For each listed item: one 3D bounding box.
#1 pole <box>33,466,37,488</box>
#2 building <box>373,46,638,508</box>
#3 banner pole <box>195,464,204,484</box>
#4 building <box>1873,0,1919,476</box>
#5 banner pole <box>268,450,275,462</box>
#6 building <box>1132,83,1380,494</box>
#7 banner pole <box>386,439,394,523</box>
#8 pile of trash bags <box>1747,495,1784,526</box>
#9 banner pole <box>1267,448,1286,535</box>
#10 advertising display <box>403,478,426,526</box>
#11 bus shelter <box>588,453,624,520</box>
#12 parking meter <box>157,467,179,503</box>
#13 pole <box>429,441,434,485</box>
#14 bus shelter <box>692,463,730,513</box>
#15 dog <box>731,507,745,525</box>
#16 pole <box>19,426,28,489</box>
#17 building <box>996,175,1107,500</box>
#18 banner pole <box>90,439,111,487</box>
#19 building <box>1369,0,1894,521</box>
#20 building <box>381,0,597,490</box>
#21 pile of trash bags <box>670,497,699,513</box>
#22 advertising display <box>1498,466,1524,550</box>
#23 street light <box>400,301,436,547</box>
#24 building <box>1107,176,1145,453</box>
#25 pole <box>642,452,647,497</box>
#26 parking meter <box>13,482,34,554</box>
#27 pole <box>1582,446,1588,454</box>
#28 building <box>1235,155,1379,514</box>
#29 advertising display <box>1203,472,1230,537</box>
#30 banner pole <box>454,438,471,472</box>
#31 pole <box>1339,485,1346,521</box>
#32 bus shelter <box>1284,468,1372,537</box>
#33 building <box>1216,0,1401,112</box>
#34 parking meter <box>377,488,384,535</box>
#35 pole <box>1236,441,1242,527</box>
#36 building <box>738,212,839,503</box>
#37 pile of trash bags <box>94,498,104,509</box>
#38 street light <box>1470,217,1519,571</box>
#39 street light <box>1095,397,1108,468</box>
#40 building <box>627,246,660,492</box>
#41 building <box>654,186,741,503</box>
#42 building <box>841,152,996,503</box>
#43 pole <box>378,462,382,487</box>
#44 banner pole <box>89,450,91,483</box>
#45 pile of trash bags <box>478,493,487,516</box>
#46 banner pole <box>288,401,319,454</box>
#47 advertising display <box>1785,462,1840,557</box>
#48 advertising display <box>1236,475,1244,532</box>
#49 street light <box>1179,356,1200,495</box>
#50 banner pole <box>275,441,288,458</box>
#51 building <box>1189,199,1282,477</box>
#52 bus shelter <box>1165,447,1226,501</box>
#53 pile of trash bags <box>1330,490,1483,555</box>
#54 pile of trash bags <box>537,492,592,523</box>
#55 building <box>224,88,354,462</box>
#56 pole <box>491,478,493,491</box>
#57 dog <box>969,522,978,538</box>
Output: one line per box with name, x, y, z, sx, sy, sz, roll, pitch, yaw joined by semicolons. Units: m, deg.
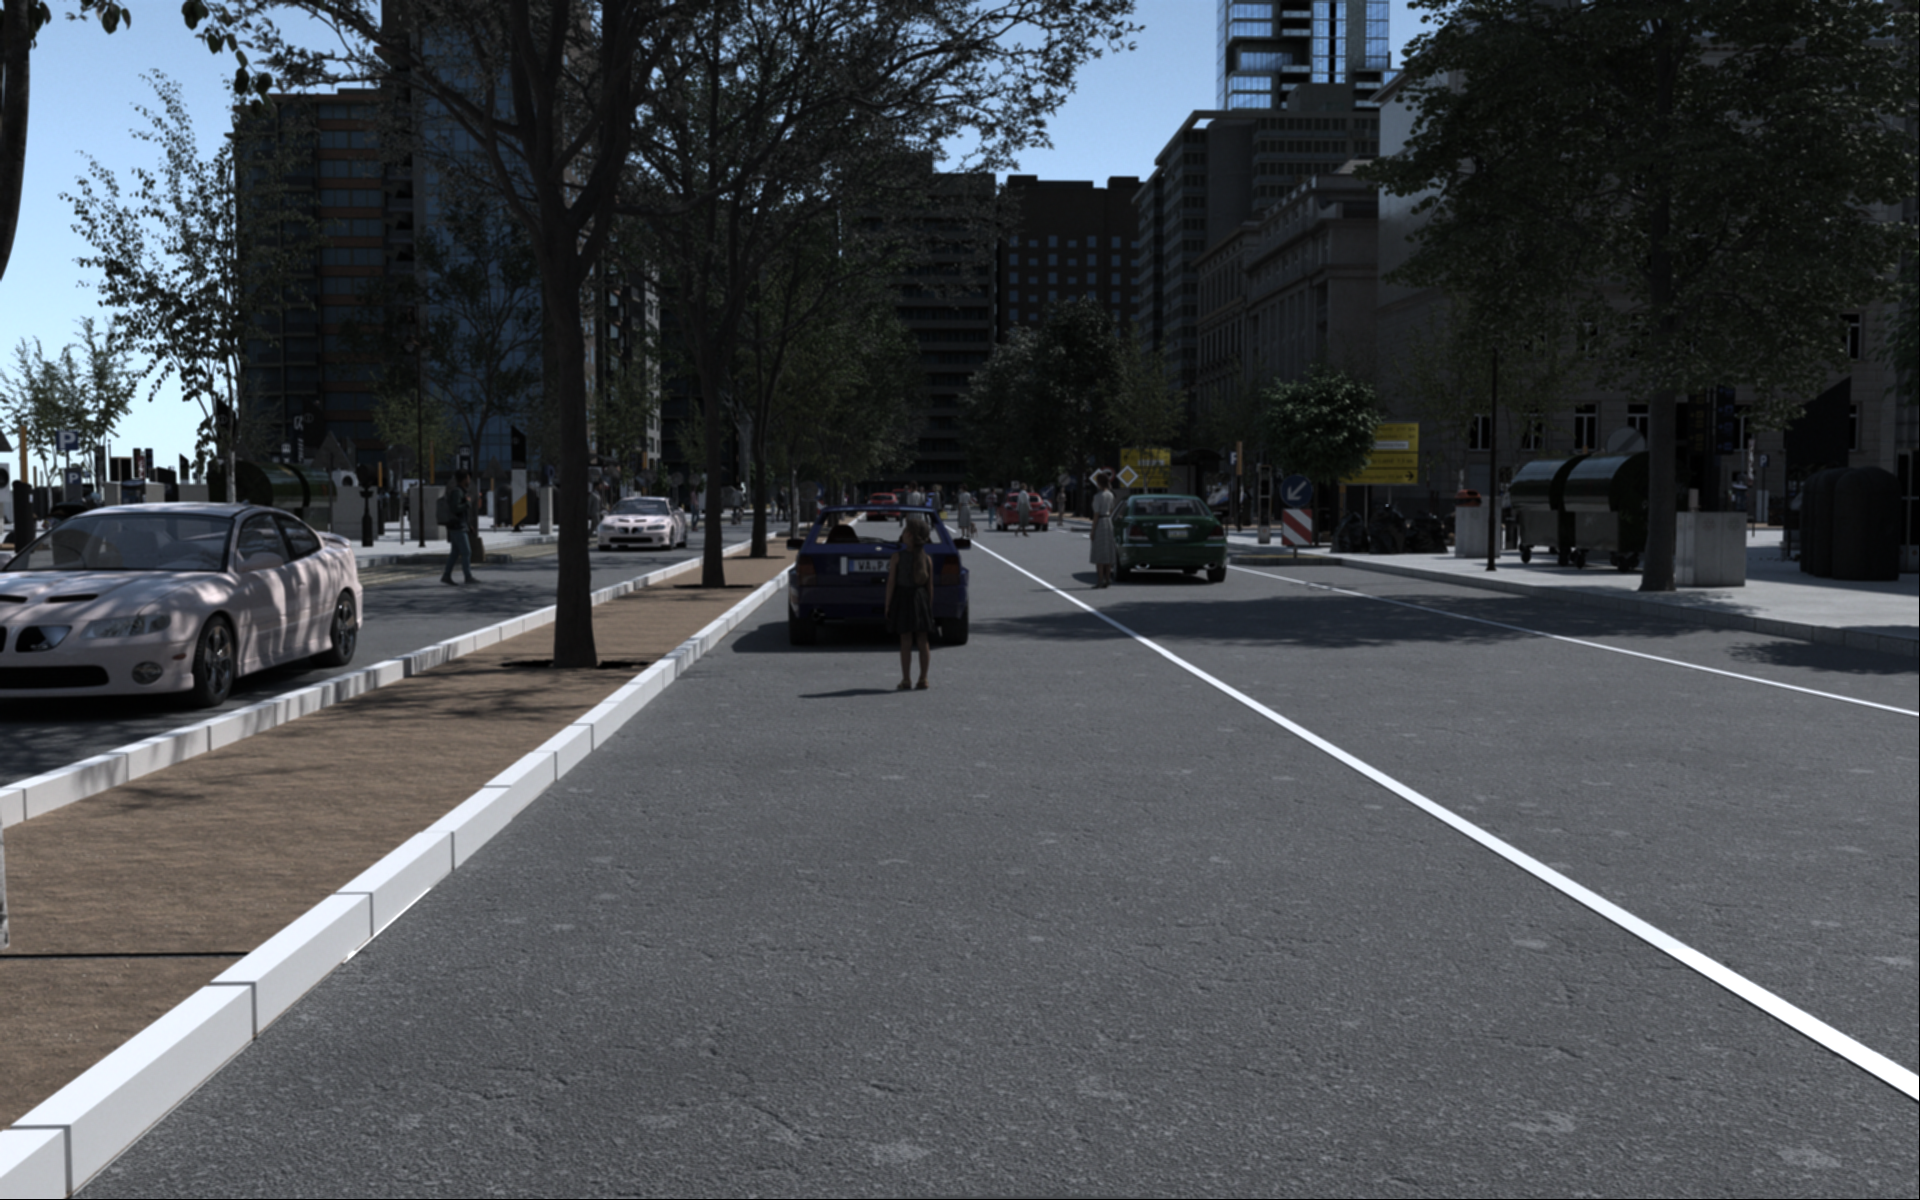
pole;-67.295;-8.088;126.075;0.158;3.312;0.155;0;3;0
building;-43.236;-31.398;167.979;22.147;44.769;28.867;0;4;-2
banner pole;-54.207;-8.174;123.659;0.401;3.779;0.863;2;4;29
building;30.158;-11.698;33.060;13.314;21.916;24.055;0;4;-2
banner pole;-38.995;-6.631;98.438;0.863;3.779;0.401;0;4;6
building;32.827;-29.127;168.107;32.217;40.220;23.993;0;4;-2
banner pole;-25.645;-5.378;77.947;0.401;3.779;0.863;-3;5;-40
pile of trash bags;33.022;-3.686;70.025;3.447;1.369;1.912;3;5;44
banner pole;9.810;-3.910;53.951;0.863;3.779;0.401;0;4;-5
advertising display;-22.222;-3.989;70.435;0.974;1.923;0.123;-1;4;-16
bus shelter;-18.437;-5.737;87.731;2.014;3.302;5.546;0;4;-2
parking meter;-16.883;-1.910;36.947;0.399;1.863;0.255;-1;4;-19
pole;-20.177;-4.427;66.222;0.158;3.312;0.155;0;3;0
bus shelter;-16.573;-7.433;115.453;2.014;3.302;5.546;0;4;-2
dog;-10.402;-3.864;80.009;0.800;0.831;0.513;1;4;10
pole;-27.973;-3.543;51.772;0.158;3.312;0.155;0;3;0
building;12.483;-36.444;245.967;14.200;45.320;14.600;0;4;-2
banner pole;-38.990;-5.440;78.964;0.863;3.779;0.401;-2;4;-27
building;34.660;-17.752;87.505;25.104;27.353;12.463;0;4;-2
building;-39.041;-30.345;146.253;14.600;45.320;14.200;0;4;-2
pile of trash bags;-18.445;-6.714;119.525;3.447;1.369;1.912;0;4;-7
advertising display;12.748;-2.127;39.991;0.123;1.923;0.974;-1;4;-15
street light;-13.014;-4.216;41.721;0.468;5.910;1.993;0;4;-2
building;26.649;-36.512;247.081;14.200;45.320;14.600;0;4;-2
pole;-15.320;-5.520;84.098;0.158;3.312;0.155;0;3;0
parking meter;-20.232;-1.774;37.414;0.372;1.533;0.369;0;3;0
pole;26.373;-4.852;73.179;0.158;3.312;0.155;0;3;0
building;26.393;-16.403;109.983;13.314;21.916;24.055;0;4;-2
advertising display;7.658;-2.844;51.709;0.974;1.923;0.123;-2;4;-34
banner pole;-22.258;-5.344;77.395;0.863;3.779;0.401;-1;4;-17
pole;11.468;-3.550;51.885;0.158;3.312;0.155;0;3;0
bus shelter;11.572;-3.921;55.396;1.731;3.624;6.357;0;4;-2
building;49.661;-57.360;250.503;31.000;86.520;22.319;0;4;-2
parking meter;-18.123;-2.782;53.904;0.372;1.533;0.369;0;3;0
pole;10.814;-4.484;67.160;0.158;3.312;0.155;0;3;0
building;-24.072;-34.304;244.457;14.086;41.232;14.154;0;4;-2
pile of trash bags;-26.922;-2.803;55.581;1.912;1.369;3.447;3;5;40
street light;8.882;-3.425;28.786;0.468;5.910;1.993;0;4;-2
street light;6.672;-6.654;81.587;0.468;5.910;1.993;0;4;-2
building;-41.303;-25.896;195.096;14.107;30.474;14.160;0;4;-2
building;-45.879;-36.285;247.885;28.867;44.769;22.147;0;4;-2
building;-6.042;-38.180;247.939;21.600;48.544;21.300;0;4;-2
pole;-36.770;-7.095;109.840;0.158;3.312;0.155;0;3;0
banner pole;-41.702;-5.695;83.136;0.401;3.779;0.863;-2;4;-31
pile of trash bags;-28.670;-5.640;101.971;1.912;1.369;3.447;-2;4;-28
banner pole;-17.475;-3.455;46.508;0.863;3.779;0.401;-2;4;-27
advertising display;17.065;-1.803;34.694;0.123;1.923;0.974;-3;5;-42
advertising display;9.511;-3.278;58.813;0.123;1.923;0.974;1;4;17
street light;7.683;-5.214;58.044;0.468;5.910;1.993;0;4;-2
banner pole;-28.043;-5.046;72.518;0.401;3.779;0.863;2;4;34
building;24.583;-18.543;132.054;11.050;23.489;19.941;0;4;-2
bus shelter;10.419;-5.133;77.852;2.014;3.302;5.546;0;4;-2
pile of trash bags;9.948;-1.722;37.914;3.447;1.369;1.912;-1;4;-23
pile of trash bags;-17.884;-4.154;77.672;3.447;1.369;1.912;0;4;4
building;-62.910;-32.750;190.093;28.867;44.769;22.147;0;4;-2
pole;-33.147;-7.886;122.785;0.158;3.312;0.155;0;3;0
dog;0.441;-2.314;57.120;0.406;0.507;0.540;-2;4;-25
